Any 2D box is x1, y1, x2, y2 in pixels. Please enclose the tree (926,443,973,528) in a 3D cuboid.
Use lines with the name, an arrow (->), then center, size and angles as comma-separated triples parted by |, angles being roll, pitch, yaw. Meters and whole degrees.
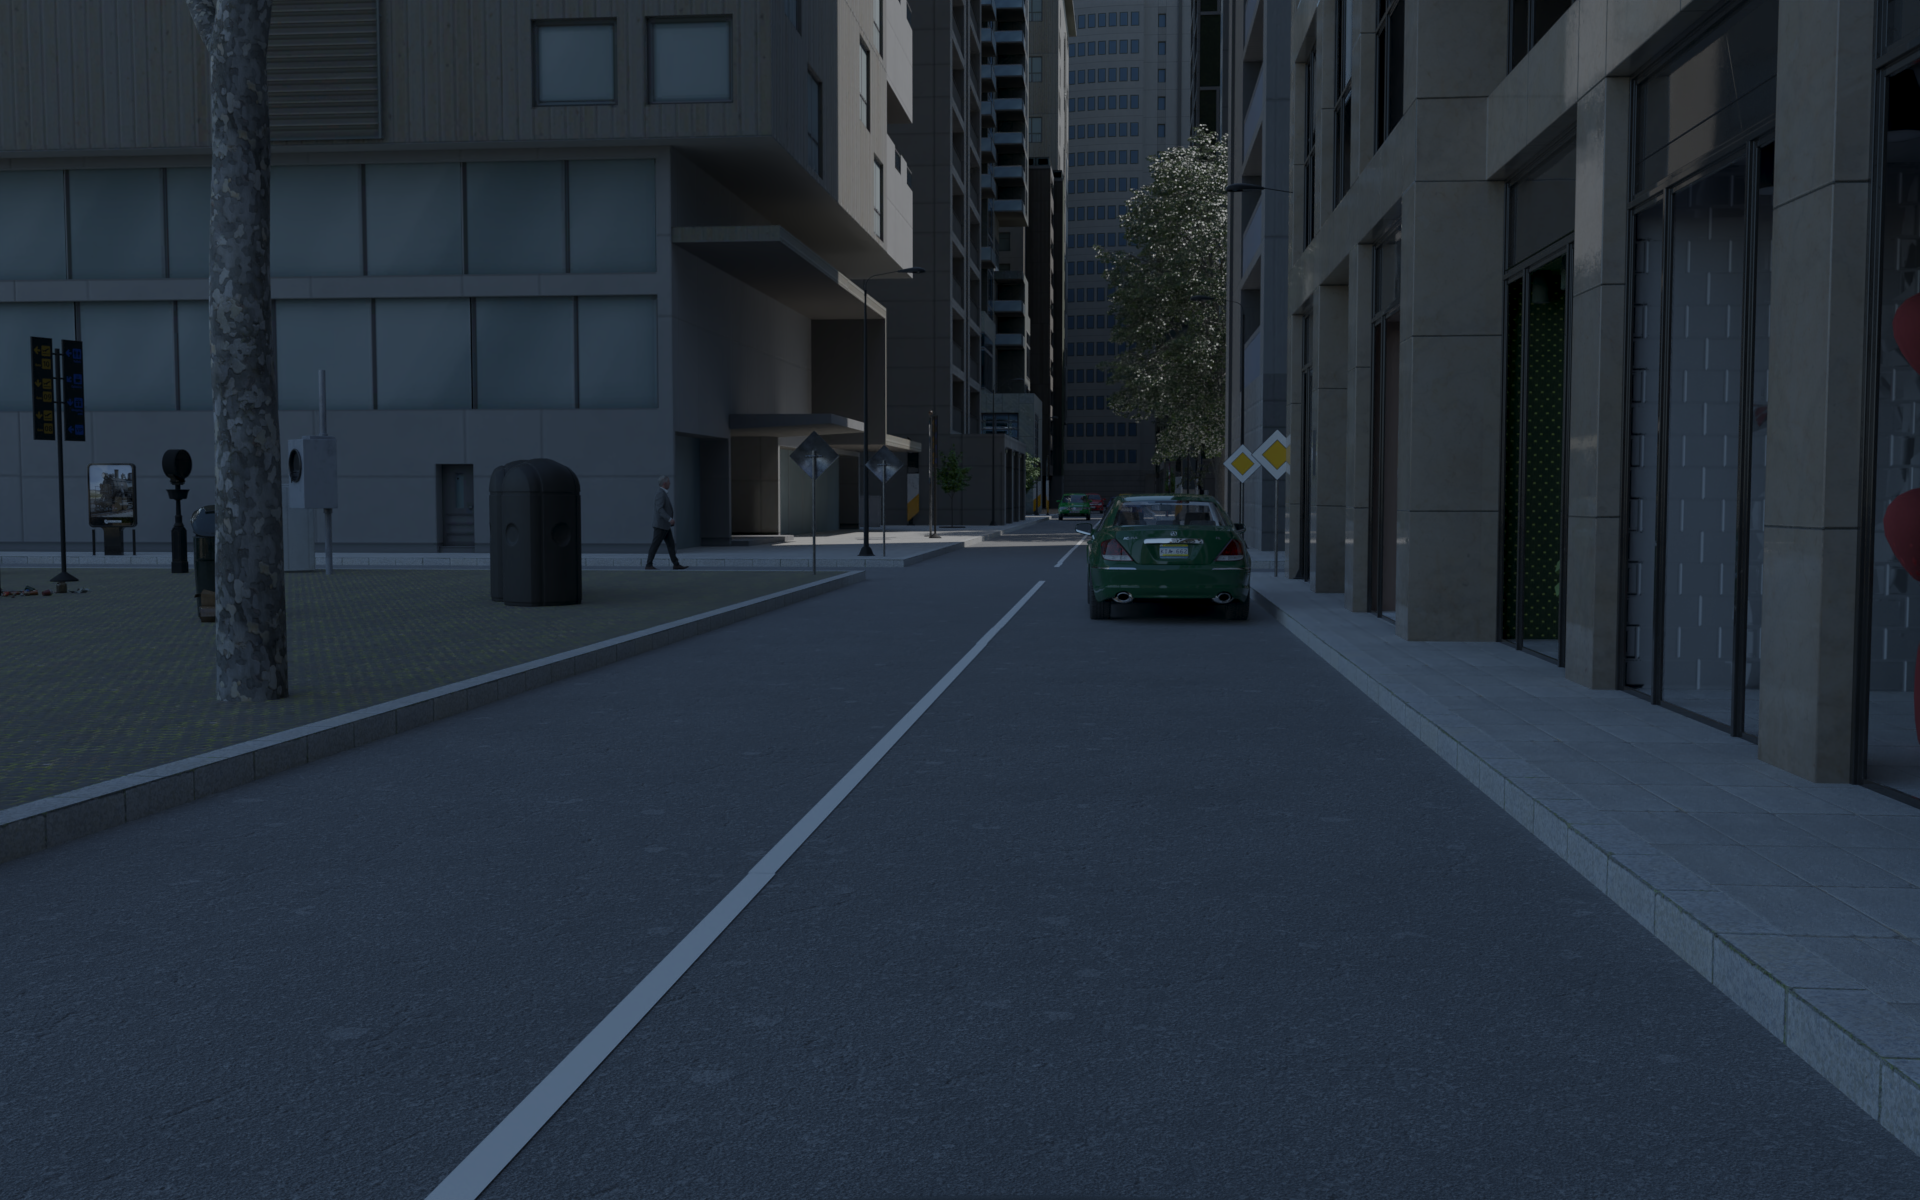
tree -> -0.246, -4.343, 65.604 | 1.663, 3.219, 1.824 | 0, 3, 0

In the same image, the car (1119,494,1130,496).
car -> 11.329, -6.541, 117.169 | 2.015, 1.641, 3.980 | 0, 4, 6

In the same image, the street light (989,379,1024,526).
street light -> 1.884, -5.950, 69.816 | 1.470, 5.913, 1.316 | 0, 4, 5

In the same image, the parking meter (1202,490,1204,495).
parking meter -> 13.248, -5.312, 95.257 | 0.372, 1.533, 0.369 | 0, 3, 0

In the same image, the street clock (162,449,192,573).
street clock -> -12.659, -1.436, 28.052 | 0.358, 2.002, 0.471 | 1, 4, 10

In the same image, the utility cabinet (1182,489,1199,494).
utility cabinet -> 10.982, -4.595, 83.801 | 1.173, 1.500, 0.318 | -1, 4, -20

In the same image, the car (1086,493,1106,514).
car -> 9.679, -7.268, 127.872 | 2.155, 1.783, 4.494 | 0, 4, 4

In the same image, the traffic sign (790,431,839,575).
traffic sign -> -2.315, -1.459, 27.495 | 0.795, 2.450, 0.064 | 0, 4, 5

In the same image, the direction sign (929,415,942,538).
direction sign -> -0.723, -3.563, 50.259 | 0.379, 3.537, 0.876 | -1, 4, -9

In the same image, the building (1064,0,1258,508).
building -> 19.234, -40.400, 202.536 | 28.212, 58.520, 21.231 | 0, 4, 5

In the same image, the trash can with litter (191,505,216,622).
trash can with litter -> -7.530, -0.389, 17.742 | 0.624, 1.170, 1.055 | -2, 4, -24

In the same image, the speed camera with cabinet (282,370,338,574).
speed camera with cabinet -> -10.755, -2.065, 28.097 | 0.660, 3.252, 2.038 | -3, 5, -40

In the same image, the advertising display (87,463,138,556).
advertising display -> -17.665, -1.890, 36.114 | 0.974, 1.923, 0.123 | 0, 4, 1

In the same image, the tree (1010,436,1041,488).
tree -> 2.806, -7.043, 98.867 | 4.285, 4.588, 4.351 | 0, 3, 0

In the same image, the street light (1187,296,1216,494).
street light -> 6.081, -4.165, 40.635 | 1.470, 5.913, 1.316 | 0, 4, 5

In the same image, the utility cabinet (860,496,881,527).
utility cabinet -> -3.603, -3.433, 67.285 | 1.020, 1.237, 0.306 | 0, 4, 1

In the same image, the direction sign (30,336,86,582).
direction sign -> -13.162, -2.040, 25.344 | 0.379, 3.537, 0.876 | 1, 4, 21

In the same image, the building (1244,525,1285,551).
building -> 21.125, -30.471, 40.205 | 28.212, 58.520, 21.231 | 0, 4, 5

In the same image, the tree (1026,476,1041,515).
tree -> 3.841, -6.842, 106.472 | 1.663, 3.219, 1.824 | 0, 3, 0

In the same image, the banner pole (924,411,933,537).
banner pole -> -0.897, -3.787, 51.938 | 0.401, 3.779, 0.863 | 0, 4, 3

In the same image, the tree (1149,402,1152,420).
tree -> 10.646, -7.899, 79.516 | 4.360, 8.622, 3.978 | 0, 3, 0

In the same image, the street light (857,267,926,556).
street light -> -1.404, -3.861, 35.662 | 1.470, 5.913, 1.316 | 0, 4, 5

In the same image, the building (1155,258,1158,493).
building -> 25.969, -23.959, 163.426 | 14.160, 30.474, 14.107 | 0, 4, 5

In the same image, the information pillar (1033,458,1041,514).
information pillar -> 4.828, -7.181, 108.768 | 0.504, 3.616, 0.183 | 0, 4, -3

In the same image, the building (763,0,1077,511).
building -> -2.707, -35.641, 171.966 | 27.495, 52.752, 28.713 | 0, 4, 5

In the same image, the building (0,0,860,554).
building -> -15.979, -28.105, 48.753 | 28.713, 52.752, 27.495 | 0, 4, 5

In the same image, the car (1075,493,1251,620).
car -> 2.473, -0.571, 21.142 | 2.131, 1.459, 4.920 | 0, 4, 4

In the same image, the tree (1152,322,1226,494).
tree -> 10.694, -7.335, 70.285 | 4.360, 8.622, 3.978 | 0, 3, 0

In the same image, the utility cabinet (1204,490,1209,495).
utility cabinet -> 13.829, -5.609, 100.393 | 1.173, 1.500, 0.318 | 2, 4, 24

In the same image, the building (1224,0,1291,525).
building -> 24.666, -33.717, 93.266 | 21.231, 58.520, 28.212 | 0, 4, 5

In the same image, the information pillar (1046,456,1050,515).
information pillar -> 5.335, -6.983, 105.528 | 0.183, 3.616, 0.504 | 0, 4, -6

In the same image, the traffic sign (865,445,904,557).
traffic sign -> -1.552, -1.945, 35.443 | 0.795, 2.450, 0.064 | 0, 4, 5

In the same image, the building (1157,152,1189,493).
building -> 24.472, -23.049, 148.557 | 14.160, 30.474, 14.107 | 0, 4, 5

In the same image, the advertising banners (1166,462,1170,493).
advertising banners -> 11.587, -6.140, 96.583 | 0.090, 3.025, 2.074 | 0, 4, 2

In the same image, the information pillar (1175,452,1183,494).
information pillar -> 10.411, -5.571, 82.444 | 0.183, 3.616, 0.504 | -2, 4, -28

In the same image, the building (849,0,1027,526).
building -> -7.361, -39.220, 79.505 | 20.563, 71.187, 20.611 | 0, 4, 5

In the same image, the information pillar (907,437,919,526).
information pillar -> -1.920, -4.837, 70.446 | 0.504, 3.616, 0.183 | 0, 4, -2

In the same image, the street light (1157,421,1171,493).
street light -> 9.316, -6.254, 74.793 | 1.470, 5.913, 1.316 | 0, 4, 5

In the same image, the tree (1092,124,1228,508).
tree -> 9.140, -9.377, 59.964 | 9.857, 13.997, 8.962 | 0, 3, 0

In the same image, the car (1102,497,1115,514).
car -> 7.157, -3.851, 75.545 | 1.945, 1.354, 3.894 | 0, 4, 6

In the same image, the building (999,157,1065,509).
building -> 1.691, -23.053, 148.621 | 14.160, 30.474, 14.107 | 0, 4, 5

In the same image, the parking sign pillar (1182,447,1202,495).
parking sign pillar -> 11.975, -6.181, 89.533 | 1.447, 3.967, 1.447 | -2, 4, -26

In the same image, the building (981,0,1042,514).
building -> -4.889, -49.679, 124.925 | 22.319, 86.520, 31.000 | 0, 4, 5

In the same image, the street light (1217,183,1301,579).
street light -> 4.668, -3.270, 26.010 | 1.470, 5.913, 1.316 | 0, 4, 5

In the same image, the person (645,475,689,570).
person -> -5.446, -1.425, 32.191 | 0.834, 1.777, 0.661 | -1, 4, -15

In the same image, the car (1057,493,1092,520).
car -> 6.312, -5.299, 95.430 | 1.959, 1.807, 4.718 | 0, 4, 4

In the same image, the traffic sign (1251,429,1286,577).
traffic sign -> 4.894, -1.415, 26.784 | 0.795, 2.450, 0.064 | 0, 4, 5

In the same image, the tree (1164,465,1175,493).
tree -> 13.875, -7.312, 114.146 | 1.663, 3.219, 1.824 | 0, 3, 0

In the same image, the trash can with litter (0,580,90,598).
trash can with litter -> -11.930, -0.658, 21.822 | 1.678, 1.210, 2.233 | 2, 4, 32

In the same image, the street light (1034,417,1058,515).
street light -> 5.164, -8.038, 103.970 | 1.470, 5.913, 1.316 | 0, 4, 5

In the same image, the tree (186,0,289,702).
tree -> -3.550, -9.515, 11.465 | 12.611, 20.169, 13.585 | 0, 3, 0

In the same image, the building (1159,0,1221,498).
building -> 25.671, -42.296, 129.793 | 20.563, 71.187, 20.611 | 0, 4, 5

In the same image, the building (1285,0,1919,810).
building -> 12.960, -12.458, 8.205 | 19.350, 26.468, 34.151 | 0, 4, 5

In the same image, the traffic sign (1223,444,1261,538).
traffic sign -> 5.658, -1.902, 34.733 | 0.795, 2.450, 0.064 | 0, 4, 5

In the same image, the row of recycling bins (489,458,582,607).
row of recycling bins -> -5.304, -0.869, 21.326 | 1.069, 1.692, 3.534 | -1, 4, -18
